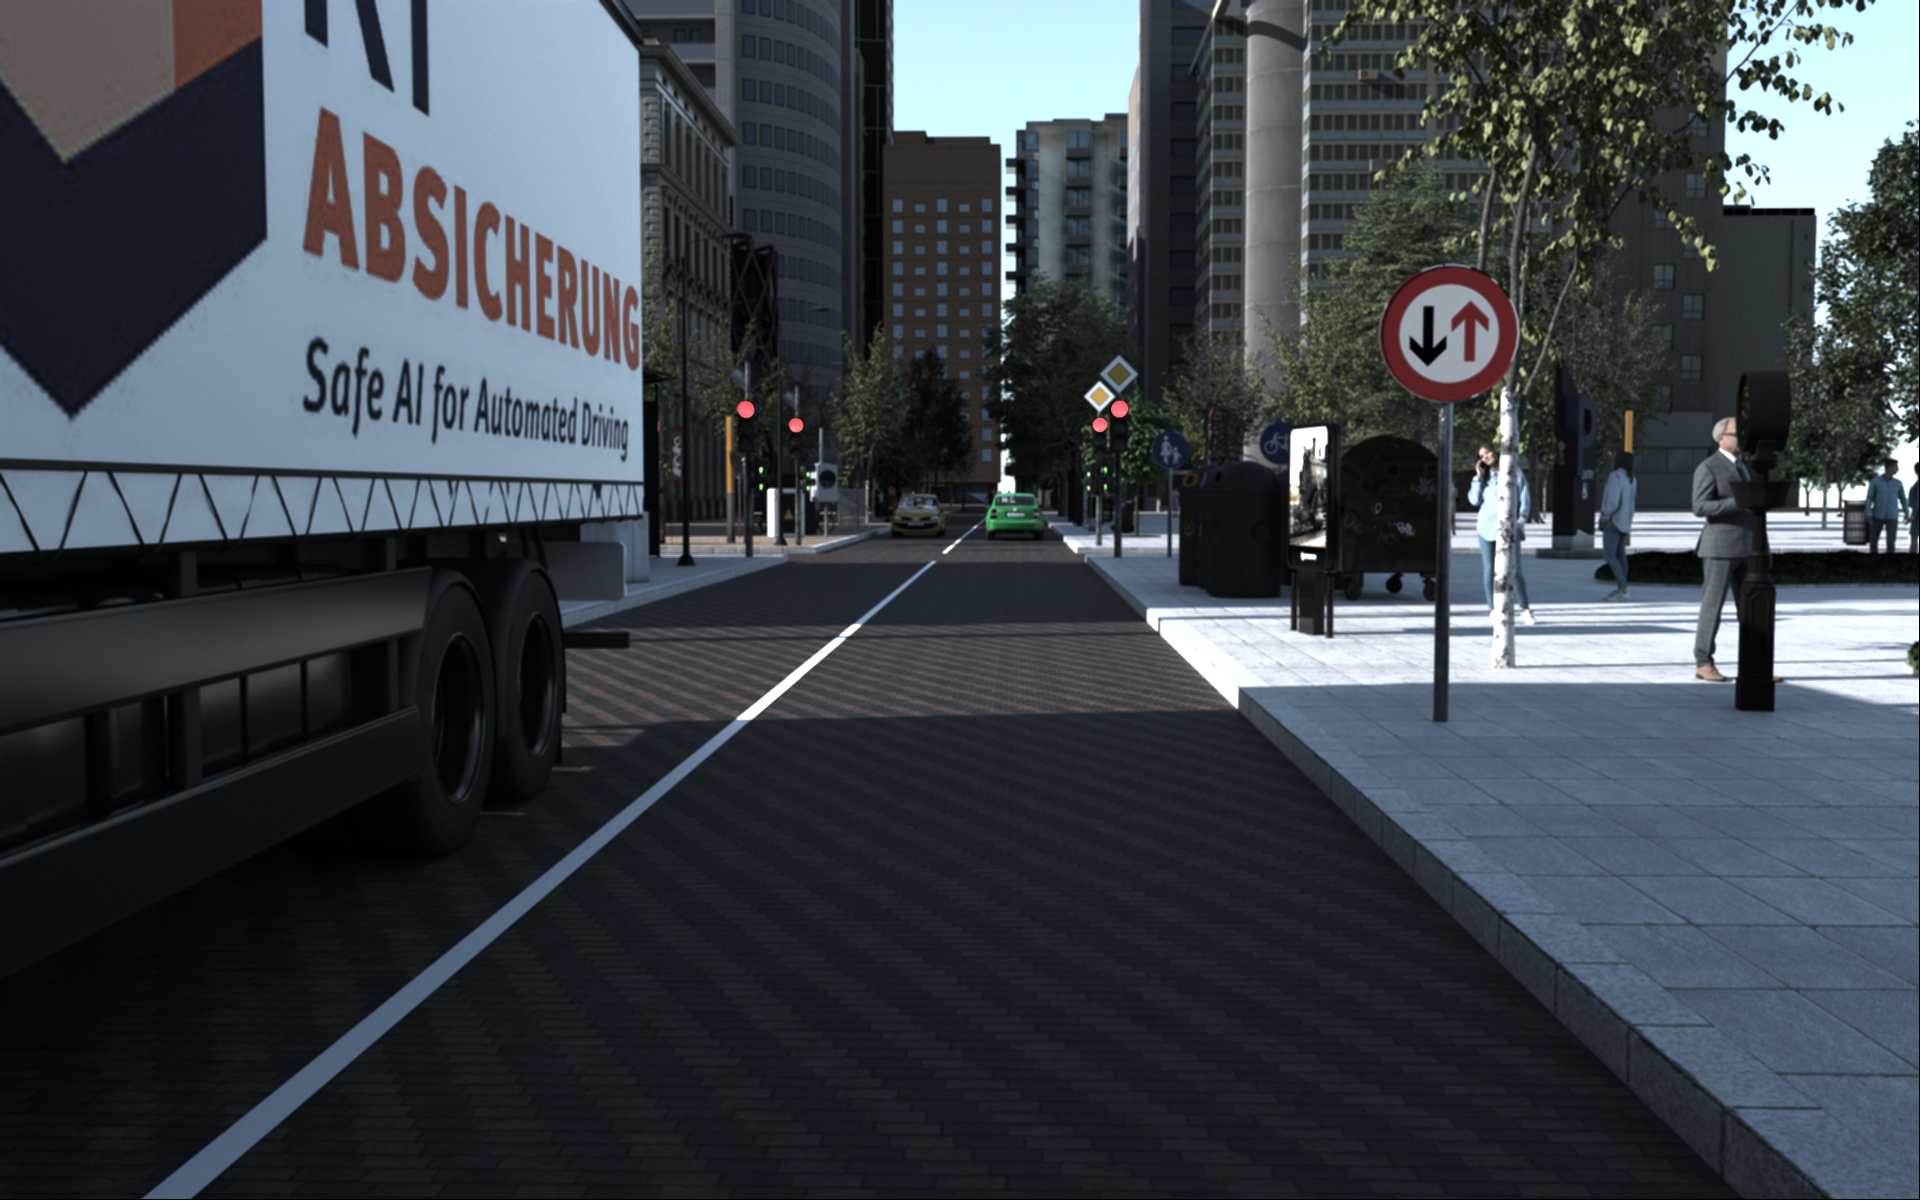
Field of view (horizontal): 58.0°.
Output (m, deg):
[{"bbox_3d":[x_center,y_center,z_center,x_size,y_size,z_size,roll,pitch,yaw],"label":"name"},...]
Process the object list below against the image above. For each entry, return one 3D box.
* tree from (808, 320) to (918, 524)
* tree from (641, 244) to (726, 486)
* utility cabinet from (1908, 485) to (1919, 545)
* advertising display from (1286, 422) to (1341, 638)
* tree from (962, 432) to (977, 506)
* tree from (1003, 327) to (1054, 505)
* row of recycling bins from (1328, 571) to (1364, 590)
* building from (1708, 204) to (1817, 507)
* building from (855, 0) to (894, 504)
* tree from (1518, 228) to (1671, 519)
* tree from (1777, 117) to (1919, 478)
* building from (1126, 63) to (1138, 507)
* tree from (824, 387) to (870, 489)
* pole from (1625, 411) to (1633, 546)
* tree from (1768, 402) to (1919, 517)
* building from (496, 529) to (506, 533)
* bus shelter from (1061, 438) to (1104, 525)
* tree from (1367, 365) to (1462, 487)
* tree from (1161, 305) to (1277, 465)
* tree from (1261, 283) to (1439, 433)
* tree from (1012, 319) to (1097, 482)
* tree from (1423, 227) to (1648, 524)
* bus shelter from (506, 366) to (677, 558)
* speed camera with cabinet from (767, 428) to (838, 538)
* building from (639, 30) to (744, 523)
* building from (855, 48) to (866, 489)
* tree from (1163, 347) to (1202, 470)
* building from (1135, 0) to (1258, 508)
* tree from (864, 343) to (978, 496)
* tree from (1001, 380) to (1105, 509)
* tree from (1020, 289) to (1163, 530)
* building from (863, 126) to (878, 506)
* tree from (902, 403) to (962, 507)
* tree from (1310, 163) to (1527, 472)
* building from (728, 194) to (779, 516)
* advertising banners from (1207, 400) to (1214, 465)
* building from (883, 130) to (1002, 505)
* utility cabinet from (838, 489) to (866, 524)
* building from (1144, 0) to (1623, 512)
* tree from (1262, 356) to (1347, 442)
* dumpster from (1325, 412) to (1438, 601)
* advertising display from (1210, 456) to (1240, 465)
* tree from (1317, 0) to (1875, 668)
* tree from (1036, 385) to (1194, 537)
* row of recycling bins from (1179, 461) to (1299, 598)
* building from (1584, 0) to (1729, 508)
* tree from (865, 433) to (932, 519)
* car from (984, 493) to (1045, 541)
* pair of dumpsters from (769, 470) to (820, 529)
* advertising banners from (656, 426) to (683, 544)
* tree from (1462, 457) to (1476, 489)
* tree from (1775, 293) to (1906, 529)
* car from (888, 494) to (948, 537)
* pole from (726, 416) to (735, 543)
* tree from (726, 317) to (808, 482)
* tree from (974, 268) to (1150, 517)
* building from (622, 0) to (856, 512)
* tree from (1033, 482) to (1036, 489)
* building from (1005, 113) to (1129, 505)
[{"bbox_3d":[-3.925,-7.578,74.256,4.737,8.622,4.395,0,3,0],"label":"tree"},{"bbox_3d":[-9.047,-5.950,47.646,4.737,8.622,4.395,0,3,0],"label":"tree"},{"bbox_3d":[23.996,-2.071,42.539,0.318,1.500,1.173,-3,4,-38],"label":"utility cabinet"},{"bbox_3d":[3.223,-0.649,15.832,0.123,1.923,0.974,-1,4,-11],"label":"advertising display"},{"bbox_3d":[-1.112,-13.605,172.810,4.360,8.622,3.978,0,3,0],"label":"tree"},{"bbox_3d":[10.162,-20.549,191.872,12.611,20.169,13.585,0,3,0],"label":"tree"},{"bbox_3d":[5.044,-1.084,24.843,1.069,1.692,3.534,0,4,2],"label":"row of recycling bins"},{"bbox_3d":[76.968,-24.775,176.776,14.107,30.474,14.160,0,4,2],"label":"building"},{"bbox_3d":[-19.267,-47.776,219.393,20.611,71.187,20.563,0,4,2],"label":"building"},{"bbox_3d":[17.524,-6.006,48.561,4.360,8.622,3.978,0,3,0],"label":"tree"},{"bbox_3d":[28.959,-8.205,51.162,9.611,12.733,9.660,0,3,0],"label":"tree"},{"bbox_3d":[24.473,-32.250,177.393,14.600,45.320,14.200,0,4,2],"label":"building"},{"bbox_3d":[-7.008,-10.142,116.189,4.360,8.622,3.978,0,3,0],"label":"tree"},{"bbox_3d":[16.395,-2.977,42.513,0.158,3.312,0.155,0,3,0],"label":"pole"},{"bbox_3d":[52.101,-8.110,95.510,11.467,7.101,20.602,-2,4,-32],"label":"tree"},{"bbox_3d":[-20.806,-11.737,59.349,16.820,18.784,16.811,0,4,2],"label":"building"},{"bbox_3d":[5.302,-5.125,75.084,1.731,3.624,6.357,0,4,2],"label":"bus shelter"},{"bbox_3d":[22.443,-8.453,88.573,4.360,8.622,3.978,0,3,0],"label":"tree"},{"bbox_3d":[10.127,-7.217,68.361,4.360,8.622,3.978,0,3,0],"label":"tree"},{"bbox_3d":[23.058,-11.612,100.231,12.009,13.543,11.850,0,3,0],"label":"tree"},{"bbox_3d":[7.023,-11.787,110.840,7.486,12.596,7.792,0,3,0],"label":"tree"},{"bbox_3d":[24.765,-9.654,74.846,9.611,12.733,9.660,0,3,0],"label":"tree"},{"bbox_3d":[-6.666,-2.485,31.917,1.731,3.624,6.357,0,4,2],"label":"bus shelter"},{"bbox_3d":[-4.669,-3.490,51.396,2.038,3.252,0.660,-2,4,-28],"label":"speed camera with cabinet"},{"bbox_3d":[-17.368,-15.554,83.188,11.050,23.489,19.941,0,4,2],"label":"building"},{"bbox_3d":[-16.095,-28.802,154.507,14.154,41.232,14.086,0,4,2],"label":"building"},{"bbox_3d":[11.260,-7.707,76.379,4.737,8.622,4.395,0,3,0],"label":"tree"},{"bbox_3d":[26.430,-37.512,155.312,21.231,58.520,28.212,0,4,2],"label":"building"},{"bbox_3d":[-2.471,-10.521,106.426,7.601,10.594,8.767,0,4,4],"label":"tree"},{"bbox_3d":[8.308,-14.174,148.748,9.611,12.733,9.660,0,3,0],"label":"tree"},{"bbox_3d":[4.442,-6.857,62.471,4.737,8.622,4.395,0,3,0],"label":"tree"},{"bbox_3d":[-22.834,-31.867,175.648,28.867,44.769,22.147,0,4,2],"label":"building"},{"bbox_3d":[-2.353,-10.874,128.147,4.360,8.622,3.978,0,3,0],"label":"tree"},{"bbox_3d":[15.586,-8.694,60.275,7.486,12.596,7.792,0,3,0],"label":"tree"},{"bbox_3d":[-19.319,-14.350,102.075,16.820,18.784,16.811,0,4,2],"label":"building"},{"bbox_3d":[4.649,-2.275,33.381,0.090,3.025,2.074,0,4,-4],"label":"advertising banners"},{"bbox_3d":[-1.971,-34.640,216.479,14.200,45.320,14.600,0,4,2],"label":"building"},{"bbox_3d":[-4.500,-3.889,72.257,1.173,1.500,0.318,0,4,-3],"label":"utility cabinet"},{"bbox_3d":[30.550,-26.758,129.379,32.217,40.220,23.993,0,4,2],"label":"building"},{"bbox_3d":[23.990,-10.876,112.234,8.767,10.594,7.601,0,4,3],"label":"tree"},{"bbox_3d":[5.157,-1.165,21.542,1.502,2.255,1.985,0,4,2],"label":"dumpster"},{"bbox_3d":[4.507,-1.485,29.494,0.123,1.923,0.974,2,4,32],"label":"advertising display"},{"bbox_3d":[4.267,-3.805,12.567,4.737,8.622,4.395,0,3,0],"label":"tree"},{"bbox_3d":[5.406,-4.181,52.075,4.285,4.588,4.351,0,3,0],"label":"tree"},{"bbox_3d":[3.585,-0.970,22.969,1.069,1.692,3.534,0,4,0],"label":"row of recycling bins"},{"bbox_3d":[55.932,-35.462,169.041,27.495,52.752,28.713,0,4,2],"label":"building"},{"bbox_3d":[-3.212,-6.441,89.030,4.285,4.588,4.351,0,3,0],"label":"tree"},{"bbox_3d":[1.730,-2.811,54.758,1.959,1.807,4.718,0,4,2],"label":"car"},{"bbox_3d":[-5.705,-3.557,60.656,1.574,2.255,4.437,0,4,2],"label":"pair of dumpsters"},{"bbox_3d":[-7.787,-2.952,44.448,0.090,3.025,2.074,3,4,36],"label":"advertising banners"},{"bbox_3d":[31.892,-9.843,111.288,4.360,8.622,3.978,0,3,0],"label":"tree"},{"bbox_3d":[32.013,-6.919,63.486,4.360,8.622,3.978,0,3,0],"label":"tree"},{"bbox_3d":[-1.388,-2.959,58.605,2.015,1.641,3.980,0,4,2],"label":"car"},{"bbox_3d":[-6.029,-3.162,45.545,0.158,3.312,0.155,0,3,0],"label":"pole"},{"bbox_3d":[-9.124,-7.385,71.104,4.737,8.622,4.395,0,3,0],"label":"tree"},{"bbox_3d":[5.706,-11.634,96.871,9.857,13.997,8.962,0,3,0],"label":"tree"},{"bbox_3d":[-19.776,-36.130,132.717,21.231,58.520,28.212,0,4,2],"label":"building"},{"bbox_3d":[8.693,-11.541,172.406,4.285,4.588,4.351,0,3,0],"label":"tree"},{"bbox_3d":[21.013,-36.747,220.427,30.456,49.044,23.786,0,4,2],"label":"building"}]
